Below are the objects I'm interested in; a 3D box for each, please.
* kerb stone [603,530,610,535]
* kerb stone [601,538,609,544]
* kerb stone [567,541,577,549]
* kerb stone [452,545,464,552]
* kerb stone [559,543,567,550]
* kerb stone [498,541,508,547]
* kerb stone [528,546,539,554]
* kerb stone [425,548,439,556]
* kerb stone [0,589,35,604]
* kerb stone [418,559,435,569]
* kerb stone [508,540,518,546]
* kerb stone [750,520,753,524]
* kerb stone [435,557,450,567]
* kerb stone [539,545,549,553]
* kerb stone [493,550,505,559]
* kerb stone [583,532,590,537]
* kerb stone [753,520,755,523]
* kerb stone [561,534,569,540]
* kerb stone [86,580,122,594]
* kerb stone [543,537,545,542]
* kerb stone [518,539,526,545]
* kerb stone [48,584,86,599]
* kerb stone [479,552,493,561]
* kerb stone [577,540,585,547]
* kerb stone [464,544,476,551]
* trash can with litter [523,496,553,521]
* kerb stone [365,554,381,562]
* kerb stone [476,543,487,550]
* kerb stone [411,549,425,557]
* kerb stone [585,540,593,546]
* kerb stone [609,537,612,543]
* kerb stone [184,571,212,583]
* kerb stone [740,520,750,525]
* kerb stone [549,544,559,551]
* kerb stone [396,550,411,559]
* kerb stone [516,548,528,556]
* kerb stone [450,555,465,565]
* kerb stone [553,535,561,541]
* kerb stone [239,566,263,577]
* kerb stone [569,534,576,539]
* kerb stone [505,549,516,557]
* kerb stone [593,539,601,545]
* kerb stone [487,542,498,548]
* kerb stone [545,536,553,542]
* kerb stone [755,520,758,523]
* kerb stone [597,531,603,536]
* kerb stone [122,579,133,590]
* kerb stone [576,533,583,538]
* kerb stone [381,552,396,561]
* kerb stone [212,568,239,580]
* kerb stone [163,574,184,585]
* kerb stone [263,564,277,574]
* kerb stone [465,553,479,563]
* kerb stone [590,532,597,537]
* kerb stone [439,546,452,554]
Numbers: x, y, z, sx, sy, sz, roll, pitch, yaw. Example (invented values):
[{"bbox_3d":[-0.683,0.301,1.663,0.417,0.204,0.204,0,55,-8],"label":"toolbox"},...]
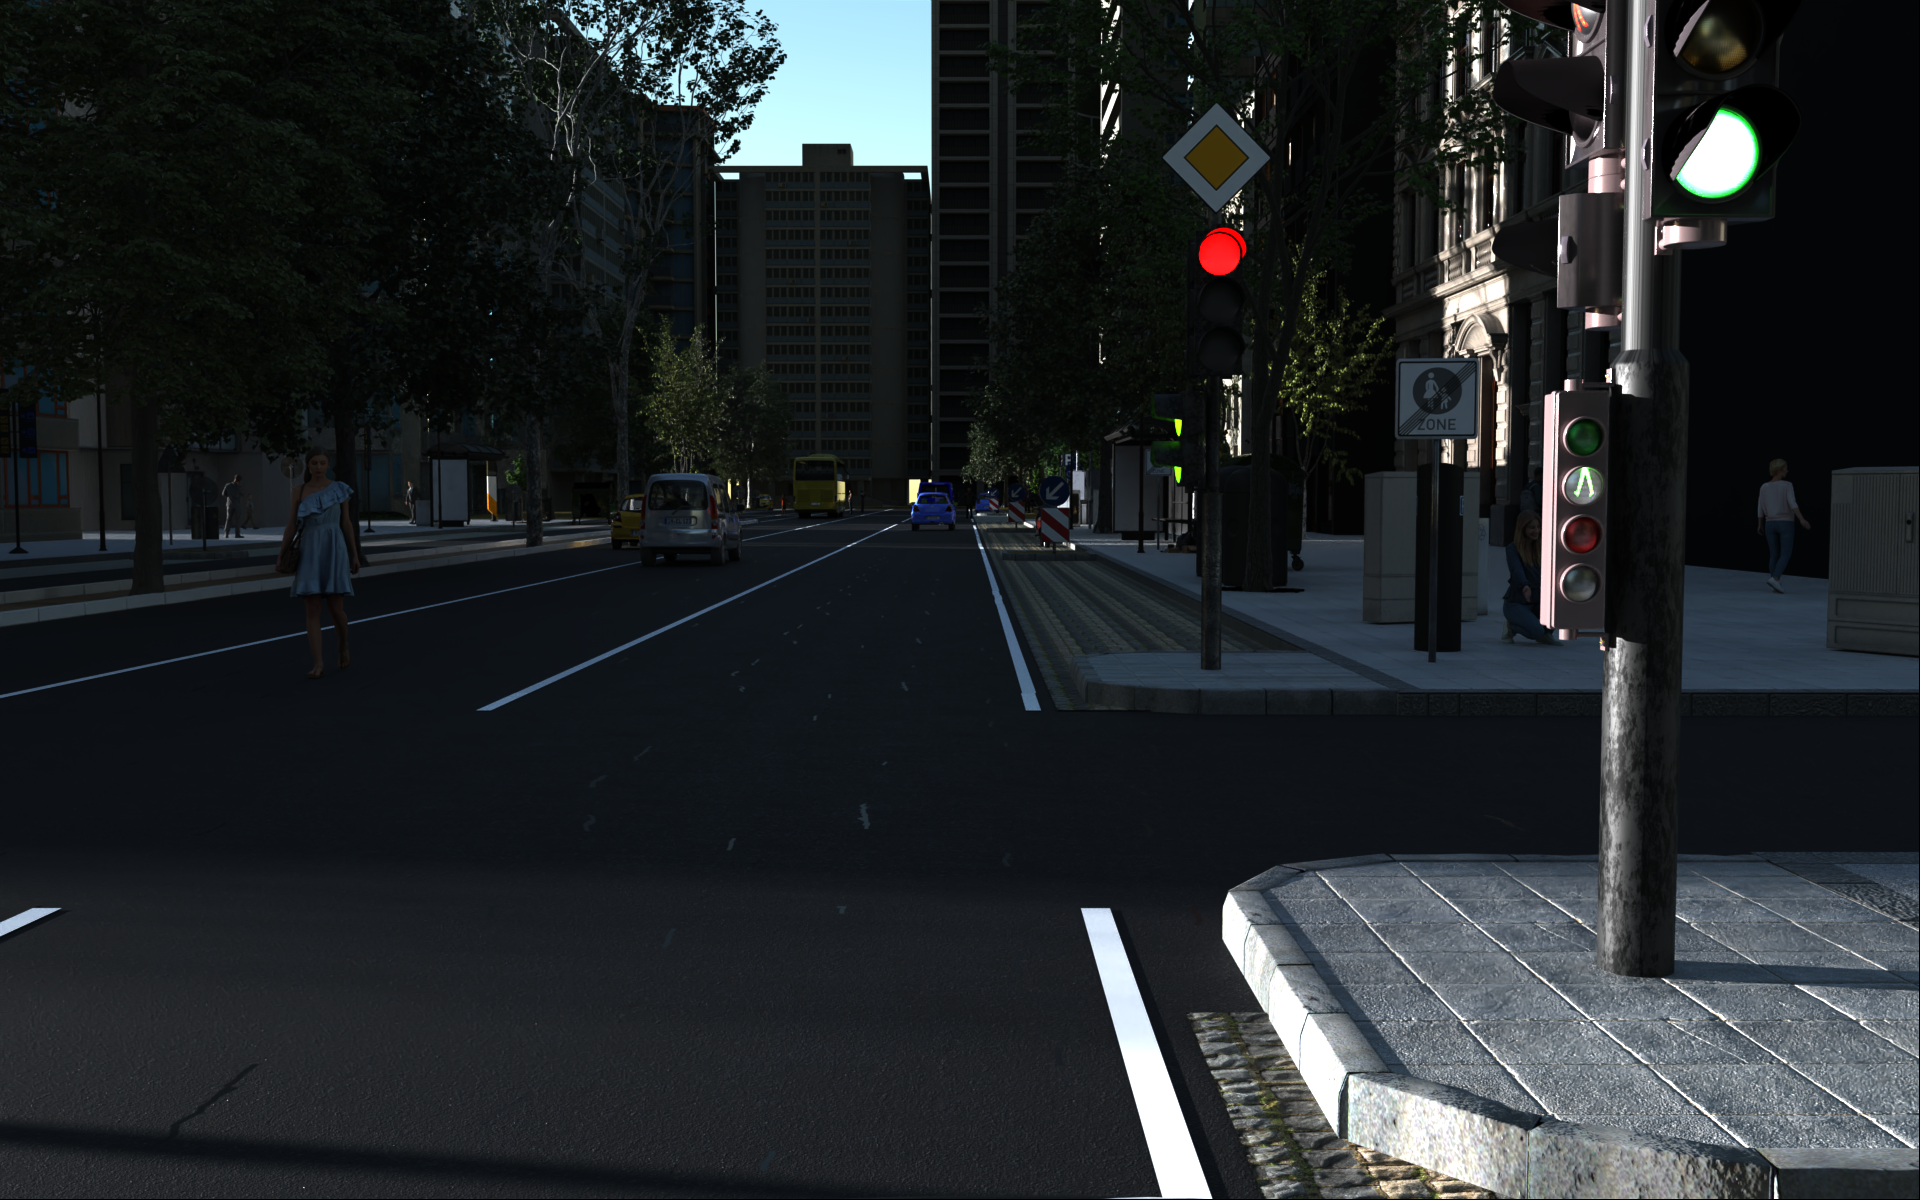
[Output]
[{"bbox_3d":[-12.379,-2.308,59.929,0.120,0.150,1.000,0,4,0],"label":"kerb stone"},{"bbox_3d":[-10.306,-1.677,49.633,0.120,0.150,1.000,0,4,0],"label":"kerb stone"},{"bbox_3d":[-10.320,-1.427,45.531,0.120,0.150,1.000,0,4,0],"label":"kerb stone"},{"bbox_3d":[-12.434,-1.241,42.483,0.120,0.150,1.000,0,4,0],"label":"kerb stone"},{"bbox_3d":[-10.328,-1.362,44.509,0.120,0.150,1.000,0,4,0],"label":"kerb stone"},{"bbox_3d":[-12.413,-1.487,46.577,0.120,0.150,1.000,0,4,0],"label":"kerb stone"},{"bbox_3d":[-10.325,-1.171,41.439,0.120,0.150,1.000,0,4,0],"label":"kerb stone"},{"bbox_3d":[-12.433,-1.112,40.430,0.120,0.150,1.000,0,4,0],"label":"kerb stone"},{"bbox_3d":[-12.470,-0.048,23.000,0.120,0.150,1.000,0,4,0],"label":"kerb stone"},{"bbox_3d":[-10.347,-0.676,33.248,0.120,0.150,1.000,0,4,0],"label":"kerb stone"},{"bbox_3d":[-12.416,-1.554,47.608,0.120,0.150,1.000,0,4,0],"label":"kerb stone"},{"bbox_3d":[-10.229,-3.747,83.466,0.120,0.150,1.000,0,4,0],"label":"kerb stone"},{"bbox_3d":[-10.344,-0.738,34.270,0.120,0.150,1.000,0,4,0],"label":"kerb stone"},{"bbox_3d":[-10.329,-1.235,42.463,0.120,0.150,1.000,0,4,0],"label":"kerb stone"},{"bbox_3d":[-10.338,-0.989,38.372,0.120,0.150,1.000,0,4,0],"label":"kerb stone"},{"bbox_3d":[-12.395,-2.119,56.843,0.120,0.150,1.000,0,4,0],"label":"kerb stone"},{"bbox_3d":[-10.224,-3.810,84.488,0.120,0.150,1.000,0,4,0],"label":"kerb stone"},{"bbox_3d":[-12.400,-1.931,53.761,0.120,0.150,1.000,0,4,0],"label":"kerb stone"},{"bbox_3d":[-12.462,-0.174,25.046,0.120,0.150,1.000,0,4,0],"label":"kerb stone"},{"bbox_3d":[-12.403,-1.740,50.677,0.120,0.150,1.000,0,4,0],"label":"kerb stone"},{"bbox_3d":[-12.419,-1.617,48.632,0.120,0.150,1.000,0,4,0],"label":"kerb stone"},{"bbox_3d":[-12.473,-0.112,24.023,0.120,0.150,1.000,0,4,0],"label":"kerb stone"},{"bbox_3d":[-10.334,-0.927,37.350,0.120,0.150,1.000,0,4,0],"label":"kerb stone"},{"bbox_3d":[-10.321,-1.490,46.560,0.120,0.150,1.000,0,4,0],"label":"kerb stone"},{"bbox_3d":[-12.424,-1.303,43.507,0.120,0.150,1.000,0,4,0],"label":"kerb stone"},{"bbox_3d":[-20.545,-4.399,82.981,2.233,1.210,1.678,-1,4,-22],"label":"trash can with litter"},{"bbox_3d":[-12.438,-0.863,36.327,0.120,0.150,1.000,0,4,0],"label":"kerb stone"},{"bbox_3d":[-12.424,-1.365,44.532,0.120,0.150,1.000,0,4,0],"label":"kerb stone"},{"bbox_3d":[-12.436,-1.053,39.405,0.120,0.150,1.000,0,4,0],"label":"kerb stone"},{"bbox_3d":[-10.314,-1.553,47.587,0.120,0.150,1.000,0,4,0],"label":"kerb stone"},{"bbox_3d":[-10.319,-1.738,50.662,0.120,0.150,1.000,0,4,0],"label":"kerb stone"},{"bbox_3d":[-12.463,-0.362,28.122,0.120,0.150,1.000,0,4,0],"label":"kerb stone"},{"bbox_3d":[-10.234,-3.680,82.444,0.120,0.150,1.000,0,4,0],"label":"kerb stone"},{"bbox_3d":[-10.321,-1.301,43.485,0.120,0.150,1.000,0,4,0],"label":"kerb stone"},{"bbox_3d":[-12.434,-0.986,38.374,0.120,0.150,1.000,0,4,0],"label":"kerb stone"},{"bbox_3d":[-10.320,-1.114,40.416,0.120,0.150,1.000,0,4,0],"label":"kerb stone"},{"bbox_3d":[-10.335,-0.801,35.293,0.120,0.150,1.000,0,4,0],"label":"kerb stone"},{"bbox_3d":[-12.400,-1.861,52.730,0.120,0.150,1.000,0,4,0],"label":"kerb stone"},{"bbox_3d":[-12.450,-0.488,30.168,0.120,0.150,1.000,0,4,0],"label":"kerb stone"},{"bbox_3d":[-12.403,-1.991,54.798,0.120,0.150,1.000,0,4,0],"label":"kerb stone"},{"bbox_3d":[-10.337,-1.052,39.394,0.120,0.150,1.000,0,4,0],"label":"kerb stone"},{"bbox_3d":[-10.311,-1.615,48.609,0.120,0.150,1.000,0,4,0],"label":"kerb stone"},{"bbox_3d":[-12.417,-1.426,45.554,0.120,0.150,1.000,0,4,0],"label":"kerb stone"},{"bbox_3d":[-12.399,-1.805,51.705,0.120,0.150,1.000,0,4,0],"label":"kerb stone"},{"bbox_3d":[-10.220,-3.873,85.514,0.120,0.150,1.000,0,4,0],"label":"kerb stone"},{"bbox_3d":[-12.381,-2.245,58.898,0.120,0.150,1.000,0,4,0],"label":"kerb stone"},{"bbox_3d":[-12.463,-0.237,26.068,0.120,0.150,1.000,0,4,0],"label":"kerb stone"},{"bbox_3d":[-12.399,-2.048,55.821,0.120,0.150,1.000,0,4,0],"label":"kerb stone"},{"bbox_3d":[-12.437,-0.927,37.349,0.120,0.150,1.000,0,4,0],"label":"kerb stone"},{"bbox_3d":[-12.452,-0.425,29.144,0.120,0.150,1.000,0,4,0],"label":"kerb stone"},{"bbox_3d":[-12.472,-0.300,27.098,0.120,0.150,1.000,0,4,0],"label":"kerb stone"},{"bbox_3d":[-12.457,-0.548,31.192,0.120,0.150,1.000,0,4,0],"label":"kerb stone"},{"bbox_3d":[-10.343,-0.863,36.319,0.120,0.150,1.000,0,4,0],"label":"kerb stone"},{"bbox_3d":[-12.393,-2.182,57.865,0.120,0.150,1.000,0,4,0],"label":"kerb stone"},{"bbox_3d":[-12.427,-1.178,41.461,0.120,0.150,1.000,0,4,0],"label":"kerb stone"}]
